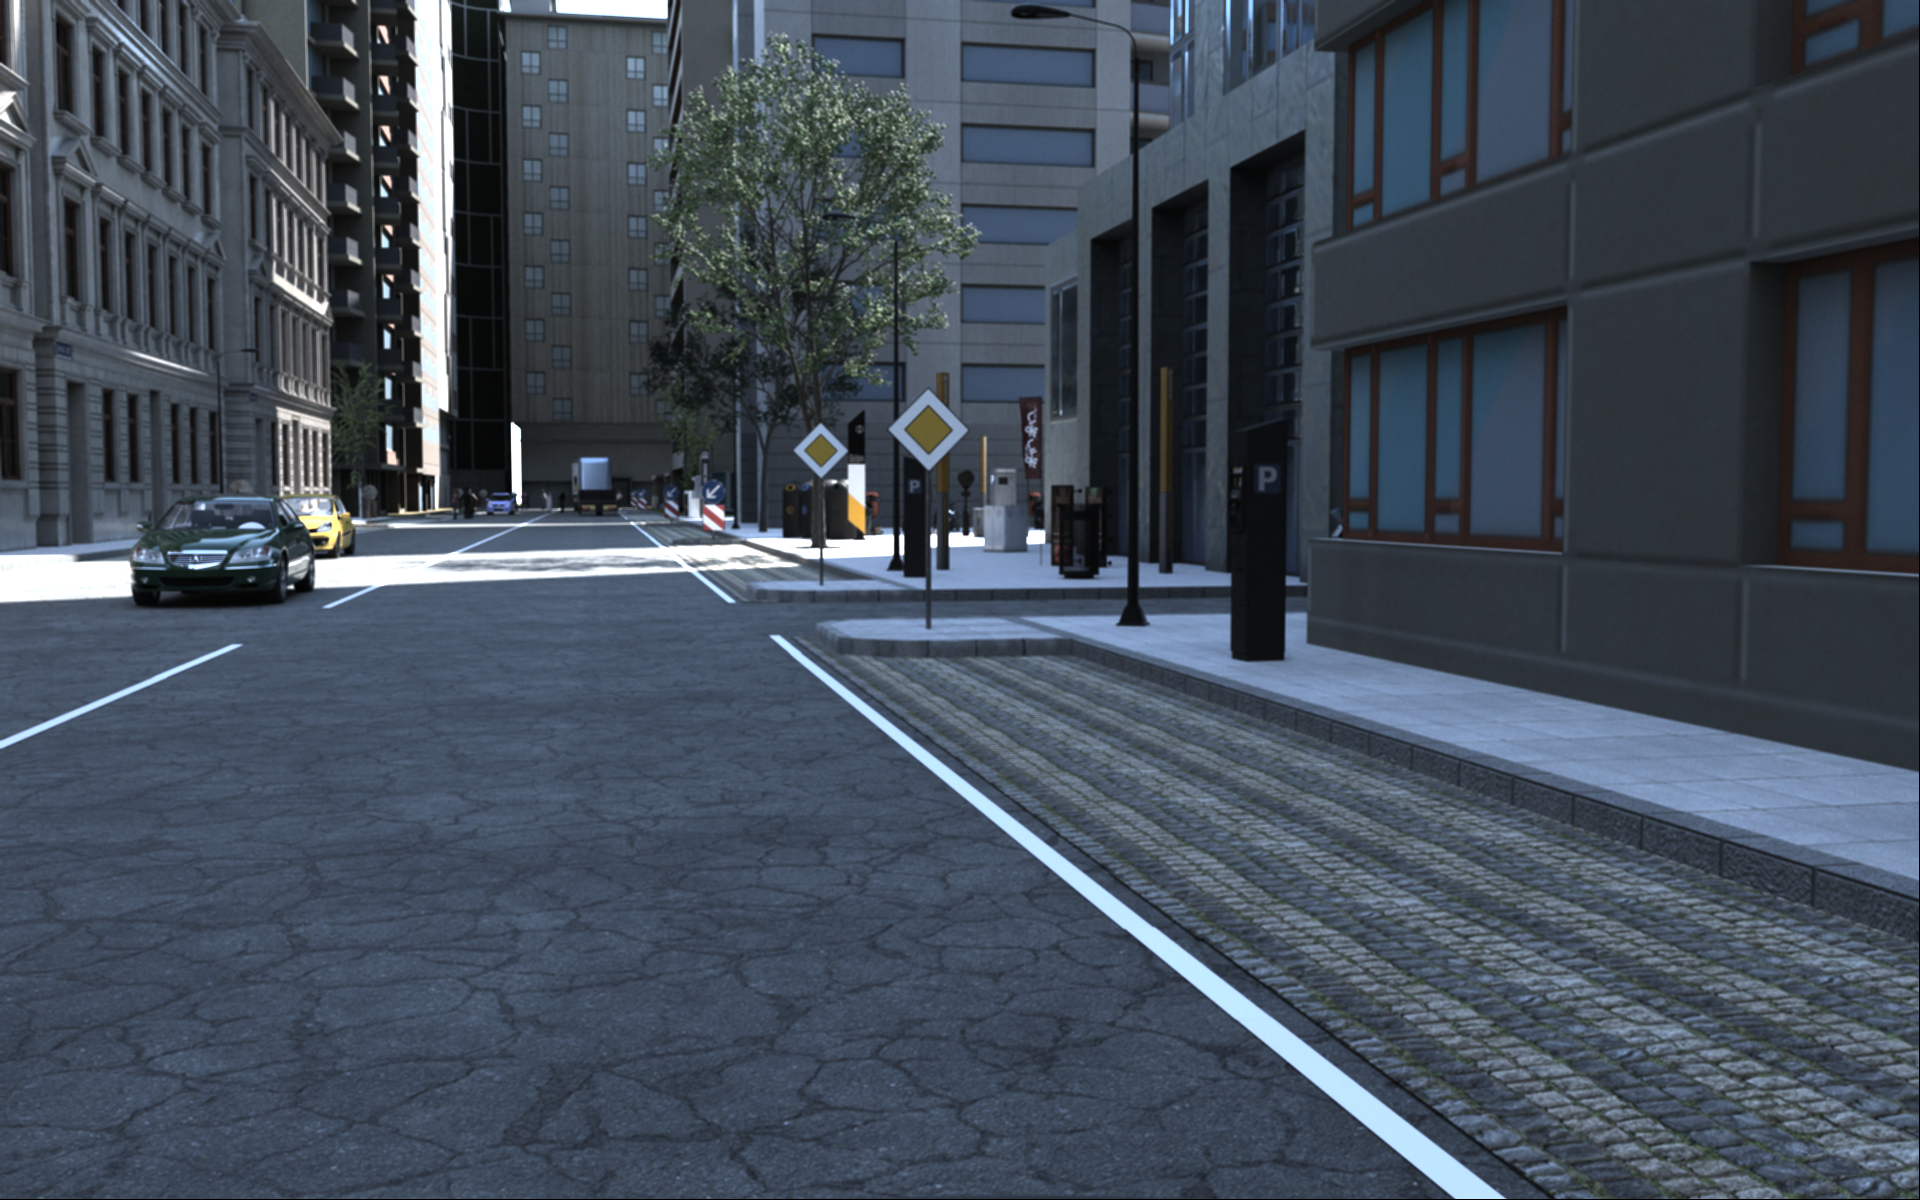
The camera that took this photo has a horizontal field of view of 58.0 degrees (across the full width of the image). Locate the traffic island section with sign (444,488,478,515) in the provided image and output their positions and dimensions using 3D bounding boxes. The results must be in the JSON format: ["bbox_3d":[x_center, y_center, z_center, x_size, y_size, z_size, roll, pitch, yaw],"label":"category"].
[{"bbox_3d":[-35.074,-6.895,121.365,1.989,1.847,2.006,-1,4,-12],"label":"traffic island section with sign"}]

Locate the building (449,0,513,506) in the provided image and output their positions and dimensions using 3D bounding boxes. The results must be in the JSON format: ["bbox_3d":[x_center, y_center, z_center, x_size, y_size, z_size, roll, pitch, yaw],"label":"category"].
[{"bbox_3d":[-58.863,-45.564,183.222,20.611,71.187,20.563,-1,4,-12],"label":"building"}]

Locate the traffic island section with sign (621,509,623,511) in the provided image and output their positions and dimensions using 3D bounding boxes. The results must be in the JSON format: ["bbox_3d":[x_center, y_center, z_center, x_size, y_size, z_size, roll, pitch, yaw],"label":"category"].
[{"bbox_3d":[-28.478,-8.684,150.613,1.989,1.847,2.006,-1,4,-12],"label":"traffic island section with sign"}]

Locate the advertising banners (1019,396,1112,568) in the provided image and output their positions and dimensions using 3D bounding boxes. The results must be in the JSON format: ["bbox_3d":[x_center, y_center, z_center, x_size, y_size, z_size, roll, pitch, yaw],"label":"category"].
[{"bbox_3d":[1.845,-2.115,30.767,2.074,3.025,0.090,3,5,42],"label":"advertising banners"}]

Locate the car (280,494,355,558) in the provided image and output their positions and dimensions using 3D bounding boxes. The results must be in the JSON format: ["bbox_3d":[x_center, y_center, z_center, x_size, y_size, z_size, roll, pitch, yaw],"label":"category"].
[{"bbox_3d":[-14.941,-1.798,39.624,2.015,1.641,3.980,-1,4,-12],"label":"car"}]

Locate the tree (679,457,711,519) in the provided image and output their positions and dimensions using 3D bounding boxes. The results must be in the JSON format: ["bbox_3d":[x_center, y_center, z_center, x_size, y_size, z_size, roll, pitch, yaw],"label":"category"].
[{"bbox_3d":[-13.861,-5.863,90.464,1.663,3.219,1.824,0,3,0],"label":"tree"}]

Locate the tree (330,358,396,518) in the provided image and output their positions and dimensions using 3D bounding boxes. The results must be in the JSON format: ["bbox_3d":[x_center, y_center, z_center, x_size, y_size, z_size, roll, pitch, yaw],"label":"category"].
[{"bbox_3d":[-32.357,-8.696,92.535,4.737,8.622,4.395,0,3,0],"label":"tree"}]

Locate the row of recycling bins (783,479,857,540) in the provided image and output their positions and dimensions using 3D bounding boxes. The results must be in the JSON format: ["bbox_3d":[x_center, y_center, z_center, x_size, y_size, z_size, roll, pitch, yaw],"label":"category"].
[{"bbox_3d":[-3.990,-2.618,49.920,1.069,1.692,3.534,-2,4,-35],"label":"row of recycling bins"}]

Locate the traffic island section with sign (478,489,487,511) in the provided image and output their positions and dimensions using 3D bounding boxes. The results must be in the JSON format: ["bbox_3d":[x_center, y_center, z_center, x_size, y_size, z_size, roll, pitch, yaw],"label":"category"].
[{"bbox_3d":[-40.660,-8.522,147.956,1.989,1.847,2.006,-1,4,-12],"label":"traffic island section with sign"}]

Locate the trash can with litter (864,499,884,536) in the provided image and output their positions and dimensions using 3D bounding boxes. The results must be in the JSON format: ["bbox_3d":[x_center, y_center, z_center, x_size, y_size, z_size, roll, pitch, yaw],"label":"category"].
[{"bbox_3d":[-2.854,-2.554,53.150,0.624,1.170,1.055,2,4,35],"label":"trash can with litter"}]

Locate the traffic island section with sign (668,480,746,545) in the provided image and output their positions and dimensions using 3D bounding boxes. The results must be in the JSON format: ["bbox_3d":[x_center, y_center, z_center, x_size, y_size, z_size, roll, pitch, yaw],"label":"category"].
[{"bbox_3d":[-7.175,-2.486,49.278,1.989,1.847,2.006,-1,4,-12],"label":"traffic island section with sign"}]

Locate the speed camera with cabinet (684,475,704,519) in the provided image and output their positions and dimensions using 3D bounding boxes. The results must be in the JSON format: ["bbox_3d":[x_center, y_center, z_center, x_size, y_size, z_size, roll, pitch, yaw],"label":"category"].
[{"bbox_3d":[-13.501,-5.733,88.068,0.660,3.252,2.038,-2,4,-24],"label":"speed camera with cabinet"}]

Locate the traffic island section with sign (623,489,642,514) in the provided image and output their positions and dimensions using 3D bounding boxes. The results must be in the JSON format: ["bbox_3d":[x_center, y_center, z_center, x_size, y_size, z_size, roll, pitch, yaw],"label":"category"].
[{"bbox_3d":[-22.927,-7.071,124.233,1.989,1.847,2.006,-1,4,-12],"label":"traffic island section with sign"}]

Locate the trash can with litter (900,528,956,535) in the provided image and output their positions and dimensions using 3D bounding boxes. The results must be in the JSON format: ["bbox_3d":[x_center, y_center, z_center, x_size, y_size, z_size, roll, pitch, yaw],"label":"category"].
[{"bbox_3d":[-1.145,-2.689,55.017,1.678,1.210,2.233,-1,4,-14],"label":"trash can with litter"}]

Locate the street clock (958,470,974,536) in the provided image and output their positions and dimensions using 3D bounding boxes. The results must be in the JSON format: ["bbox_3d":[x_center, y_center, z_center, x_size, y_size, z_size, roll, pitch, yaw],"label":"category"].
[{"bbox_3d":[0.181,-2.942,52.676,0.471,2.002,0.358,-1,4,-13],"label":"street clock"}]

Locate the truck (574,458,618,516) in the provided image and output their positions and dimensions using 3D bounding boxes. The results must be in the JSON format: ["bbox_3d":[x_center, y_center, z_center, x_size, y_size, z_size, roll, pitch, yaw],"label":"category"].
[{"bbox_3d":[-25.645,-8.098,122.153,2.967,4.110,18.799,-1,4,-13],"label":"truck"}]

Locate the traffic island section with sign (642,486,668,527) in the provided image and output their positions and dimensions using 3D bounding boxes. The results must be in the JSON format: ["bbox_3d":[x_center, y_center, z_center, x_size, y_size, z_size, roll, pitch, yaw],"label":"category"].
[{"bbox_3d":[-12.857,-4.141,76.327,1.989,1.847,2.006,-1,4,-12],"label":"traffic island section with sign"}]

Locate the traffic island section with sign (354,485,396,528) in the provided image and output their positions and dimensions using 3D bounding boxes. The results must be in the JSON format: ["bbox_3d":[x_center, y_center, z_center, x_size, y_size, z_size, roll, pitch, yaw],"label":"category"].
[{"bbox_3d":[-24.969,-3.955,73.299,1.989,1.847,2.006,-1,4,-12],"label":"traffic island section with sign"}]

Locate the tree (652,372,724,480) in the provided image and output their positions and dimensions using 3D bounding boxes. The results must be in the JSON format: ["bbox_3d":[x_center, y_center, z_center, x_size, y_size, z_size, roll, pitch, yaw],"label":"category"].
[{"bbox_3d":[-16.044,-9.321,102.755,4.737,8.622,4.395,0,3,0],"label":"tree"}]

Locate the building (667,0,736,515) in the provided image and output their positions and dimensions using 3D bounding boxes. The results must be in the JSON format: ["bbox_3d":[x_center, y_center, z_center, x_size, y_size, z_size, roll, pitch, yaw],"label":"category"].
[{"bbox_3d":[-8.447,-30.161,116.830,21.300,48.544,21.600,-1,4,-12],"label":"building"}]

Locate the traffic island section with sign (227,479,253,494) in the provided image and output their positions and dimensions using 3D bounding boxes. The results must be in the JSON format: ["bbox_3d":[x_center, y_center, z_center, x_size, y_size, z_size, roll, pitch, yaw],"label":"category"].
[{"bbox_3d":[-19.306,-2.309,46.382,1.989,1.847,2.006,-1,4,-12],"label":"traffic island section with sign"}]

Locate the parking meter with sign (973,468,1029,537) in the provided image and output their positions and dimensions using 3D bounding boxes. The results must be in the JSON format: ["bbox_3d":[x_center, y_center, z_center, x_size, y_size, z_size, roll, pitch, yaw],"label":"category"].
[{"bbox_3d":[1.263,-3.386,51.622,1.738,3.016,0.543,-1,4,-19],"label":"parking meter with sign"}]

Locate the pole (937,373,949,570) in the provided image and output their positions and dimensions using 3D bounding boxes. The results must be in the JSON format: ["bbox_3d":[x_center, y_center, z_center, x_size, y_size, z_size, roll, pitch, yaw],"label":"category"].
[{"bbox_3d":[-0.289,-2.166,29.252,0.158,3.312,0.155,0,3,0],"label":"pole"}]

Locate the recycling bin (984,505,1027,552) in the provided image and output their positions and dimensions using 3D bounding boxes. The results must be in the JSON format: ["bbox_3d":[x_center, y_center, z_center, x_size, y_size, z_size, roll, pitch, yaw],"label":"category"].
[{"bbox_3d":[1.012,-1.586,38.486,0.722,1.027,0.722,-3,5,-40],"label":"recycling bin"}]

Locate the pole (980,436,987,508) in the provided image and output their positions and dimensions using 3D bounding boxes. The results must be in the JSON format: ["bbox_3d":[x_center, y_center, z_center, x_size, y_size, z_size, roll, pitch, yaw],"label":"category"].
[{"bbox_3d":[0.829,-4.119,61.183,0.158,3.312,0.155,0,3,0],"label":"pole"}]

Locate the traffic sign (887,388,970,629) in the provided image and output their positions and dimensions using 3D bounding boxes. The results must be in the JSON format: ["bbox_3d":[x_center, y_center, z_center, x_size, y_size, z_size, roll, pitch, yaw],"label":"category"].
[{"bbox_3d":[-0.303,-0.782,16.431,0.795,2.450,0.064,-1,4,-12],"label":"traffic sign"}]

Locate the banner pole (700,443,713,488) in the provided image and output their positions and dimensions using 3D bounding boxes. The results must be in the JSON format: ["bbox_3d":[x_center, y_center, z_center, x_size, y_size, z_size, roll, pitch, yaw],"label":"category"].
[{"bbox_3d":[-12.374,-5.815,85.100,0.863,3.779,0.401,2,4,24],"label":"banner pole"}]

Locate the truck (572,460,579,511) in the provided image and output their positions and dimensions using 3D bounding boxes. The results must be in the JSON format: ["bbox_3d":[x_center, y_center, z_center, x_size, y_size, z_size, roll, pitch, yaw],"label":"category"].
[{"bbox_3d":[-31.676,-9.706,147.602,2.839,4.237,11.283,-1,4,-12],"label":"truck"}]

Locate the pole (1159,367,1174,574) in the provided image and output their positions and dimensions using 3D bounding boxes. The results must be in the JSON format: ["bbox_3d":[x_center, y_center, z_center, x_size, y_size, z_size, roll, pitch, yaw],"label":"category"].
[{"bbox_3d":[3.334,-2.086,27.953,0.158,3.312,0.155,0,3,0],"label":"pole"}]

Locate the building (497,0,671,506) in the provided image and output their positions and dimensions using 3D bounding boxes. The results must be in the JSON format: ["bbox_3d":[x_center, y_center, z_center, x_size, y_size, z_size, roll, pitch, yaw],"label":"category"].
[{"bbox_3d":[-36.144,-36.904,192.618,27.495,52.752,28.713,-1,4,-12],"label":"building"}]

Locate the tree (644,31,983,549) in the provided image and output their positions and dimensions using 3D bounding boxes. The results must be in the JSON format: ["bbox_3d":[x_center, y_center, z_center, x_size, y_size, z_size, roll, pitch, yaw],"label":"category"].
[{"bbox_3d":[-3.504,-7.018,40.499,9.928,11.665,9.643,0,3,0],"label":"tree"}]

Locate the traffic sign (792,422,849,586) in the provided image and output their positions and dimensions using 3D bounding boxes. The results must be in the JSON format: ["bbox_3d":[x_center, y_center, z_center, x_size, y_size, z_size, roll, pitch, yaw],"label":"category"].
[{"bbox_3d":[-1.947,-1.260,24.245,0.795,2.450,0.064,-1,4,-12],"label":"traffic sign"}]

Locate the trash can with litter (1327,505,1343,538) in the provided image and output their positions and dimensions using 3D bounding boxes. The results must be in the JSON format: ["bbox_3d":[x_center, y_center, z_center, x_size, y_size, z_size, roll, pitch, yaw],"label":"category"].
[{"bbox_3d":[4.173,-0.366,17.371,0.624,1.170,1.055,-2,4,-27],"label":"trash can with litter"}]

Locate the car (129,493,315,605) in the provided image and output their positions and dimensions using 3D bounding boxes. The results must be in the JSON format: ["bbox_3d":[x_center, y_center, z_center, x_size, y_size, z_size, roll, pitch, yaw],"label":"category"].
[{"bbox_3d":[-10.101,-0.744,23.957,2.131,1.459,4.920,-1,4,-13],"label":"car"}]

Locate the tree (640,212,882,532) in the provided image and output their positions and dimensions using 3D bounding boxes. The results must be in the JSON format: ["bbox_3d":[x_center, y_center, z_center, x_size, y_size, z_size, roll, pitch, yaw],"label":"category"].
[{"bbox_3d":[-6.689,-7.551,57.873,8.767,10.594,7.601,0,4,1],"label":"tree"}]

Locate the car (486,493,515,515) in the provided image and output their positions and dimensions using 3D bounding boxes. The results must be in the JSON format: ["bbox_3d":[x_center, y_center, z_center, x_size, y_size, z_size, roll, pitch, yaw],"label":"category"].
[{"bbox_3d":[-31.901,-6.773,120.332,1.945,1.707,3.694,-1,4,-10],"label":"car"}]
